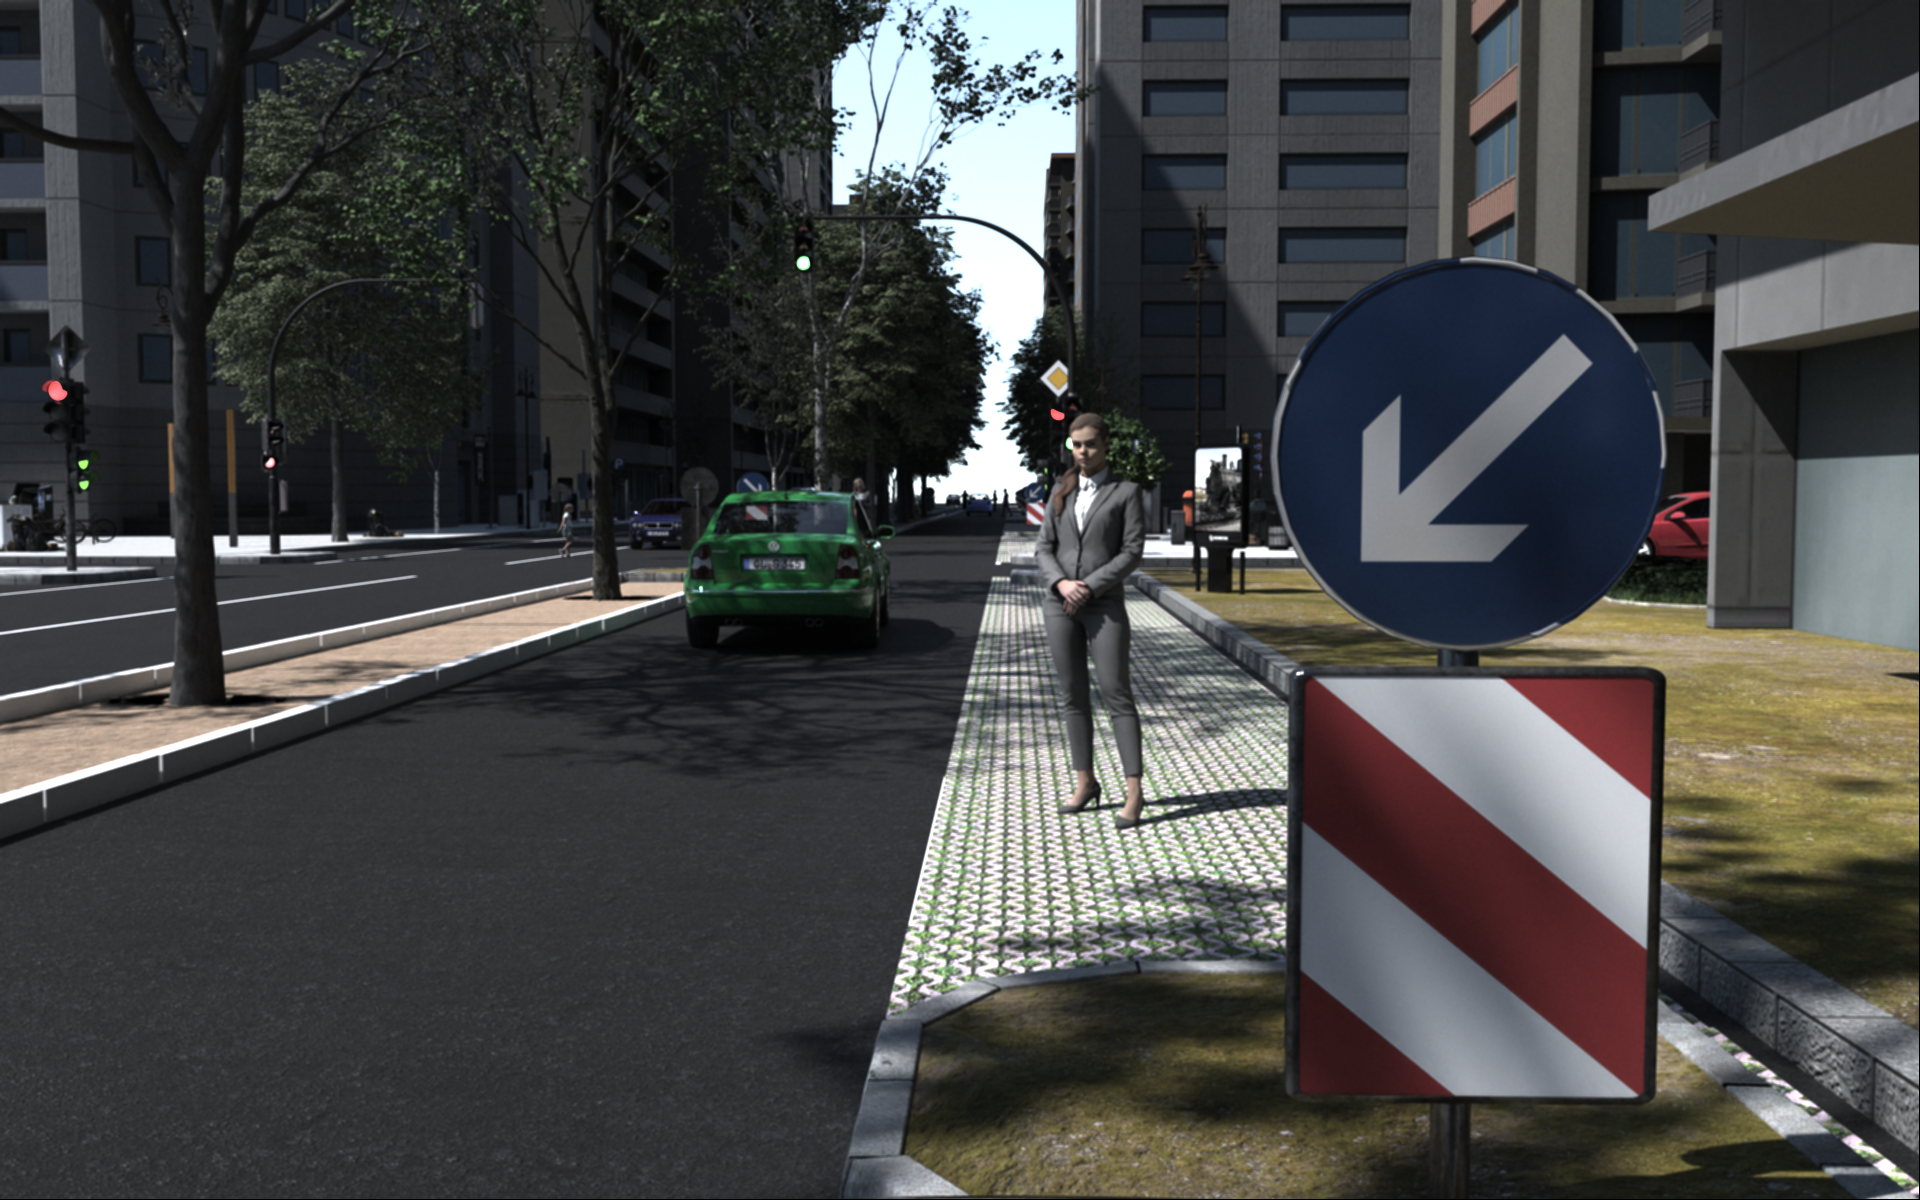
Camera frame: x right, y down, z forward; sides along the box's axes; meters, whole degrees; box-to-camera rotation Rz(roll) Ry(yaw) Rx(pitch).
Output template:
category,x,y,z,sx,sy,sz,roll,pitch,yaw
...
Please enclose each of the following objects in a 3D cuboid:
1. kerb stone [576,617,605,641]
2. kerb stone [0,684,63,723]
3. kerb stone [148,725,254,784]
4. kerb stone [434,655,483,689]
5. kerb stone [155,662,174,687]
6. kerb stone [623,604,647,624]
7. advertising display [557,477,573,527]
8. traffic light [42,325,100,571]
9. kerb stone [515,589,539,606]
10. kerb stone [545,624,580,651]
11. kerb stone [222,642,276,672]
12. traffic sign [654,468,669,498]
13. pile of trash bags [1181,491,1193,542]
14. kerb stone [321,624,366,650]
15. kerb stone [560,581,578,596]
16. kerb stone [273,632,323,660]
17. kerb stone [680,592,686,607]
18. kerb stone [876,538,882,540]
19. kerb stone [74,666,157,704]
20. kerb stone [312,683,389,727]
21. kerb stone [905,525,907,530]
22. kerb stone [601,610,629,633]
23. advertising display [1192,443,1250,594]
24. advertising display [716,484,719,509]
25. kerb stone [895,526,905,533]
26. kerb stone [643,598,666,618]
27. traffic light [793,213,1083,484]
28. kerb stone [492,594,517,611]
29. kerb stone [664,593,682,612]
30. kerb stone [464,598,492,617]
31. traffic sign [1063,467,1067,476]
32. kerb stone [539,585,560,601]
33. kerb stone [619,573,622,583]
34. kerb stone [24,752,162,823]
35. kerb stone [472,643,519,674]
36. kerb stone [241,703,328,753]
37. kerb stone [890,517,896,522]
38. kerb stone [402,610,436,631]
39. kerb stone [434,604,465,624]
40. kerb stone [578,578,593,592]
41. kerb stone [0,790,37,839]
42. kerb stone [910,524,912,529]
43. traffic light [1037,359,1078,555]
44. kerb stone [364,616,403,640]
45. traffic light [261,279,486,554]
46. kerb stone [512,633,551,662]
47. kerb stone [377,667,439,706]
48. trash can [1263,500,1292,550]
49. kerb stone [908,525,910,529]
category,x,y,z,sx,sy,sz,roll,pitch,yaw
kerb stone,-3.746,0.301,17.268,0.120,0.150,1.000,0,4,2
kerb stone,-6.018,0.674,11.193,0.120,0.150,1.000,0,4,2
kerb stone,-3.985,0.808,9.062,0.120,0.150,1.000,0,4,2
kerb stone,-3.862,0.558,13.168,0.120,0.150,1.000,0,4,2
kerb stone,-5.959,0.553,13.245,0.120,0.150,1.000,0,4,2
kerb stone,-3.682,0.176,19.326,0.120,0.150,1.000,0,4,2
advertising display,-15.439,-3.827,67.777,0.123,1.923,0.974,1,4,18
traffic light,-14.804,-2.438,28.784,0.839,4.253,0.868,0,4,2
kerb stone,-5.682,-0.016,22.453,0.120,0.150,1.000,0,4,2
kerb stone,-3.774,0.364,16.241,0.120,0.150,1.000,0,4,2
kerb stone,-5.928,0.485,14.266,0.120,0.150,1.000,0,4,2
traffic sign,-14.799,-5.249,85.933,0.768,2.556,0.104,1,4,9
pile of trash bags,6.803,-2.257,46.659,1.912,1.369,3.447,2,4,30
kerb stone,-5.869,0.359,16.319,0.120,0.150,1.000,0,4,2
kerb stone,-5.621,-0.141,24.510,0.120,0.150,1.000,0,4,2
kerb stone,-5.908,0.422,15.288,0.120,0.150,1.000,0,4,2
kerb stone,-3.585,-0.012,22.400,0.120,0.150,1.000,0,4,2
kerb stone,-2.557,-2.111,56.711,0.120,0.150,1.000,0,4,2
kerb stone,-5.992,0.610,12.223,0.120,0.150,1.000,0,4,2
kerb stone,-3.924,0.681,11.120,0.120,0.150,1.000,0,4,2
kerb stone,-2.245,-2.736,66.983,0.120,0.150,1.000,0,4,2
kerb stone,-3.700,0.238,18.299,0.120,0.150,1.000,0,4,2
advertising display,3.377,-1.055,22.461,0.123,1.923,0.974,-2,4,-33
advertising display,-15.502,-6.455,110.760,0.123,1.923,0.974,0,4,-6
kerb stone,-2.274,-2.675,65.961,0.120,0.150,1.000,0,4,2
kerb stone,-3.648,0.113,20.347,0.120,0.150,1.000,0,4,2
traffic light,-0.293,-3.276,28.224,4.771,5.953,1.251,0,4,2
kerb stone,-5.721,0.049,21.429,0.120,0.150,1.000,0,4,2
kerb stone,-3.618,0.050,21.373,0.120,0.150,1.000,0,4,2
kerb stone,-5.749,0.109,20.406,0.120,0.150,1.000,0,4,2
traffic sign,5.027,-4.789,78.404,0.768,2.556,0.104,0,4,6
kerb stone,-5.655,-0.079,23.488,0.120,0.150,1.000,0,4,2
kerb stone,-5.526,-0.330,27.595,0.120,0.150,1.000,0,4,2
kerb stone,-4.020,0.868,8.037,0.120,0.150,1.000,0,4,2
kerb stone,-3.835,0.491,14.194,0.120,0.150,1.000,0,4,2
kerb stone,-3.954,0.748,10.086,0.120,0.150,1.000,0,4,2
kerb stone,-3.550,-4.366,93.722,0.120,0.150,1.000,0,4,2
kerb stone,-5.812,0.235,18.363,0.120,0.150,1.000,0,4,2
kerb stone,-5.784,0.172,19.385,0.120,0.150,1.000,0,4,2
kerb stone,-5.603,-0.197,25.532,0.120,0.150,1.000,0,4,2
kerb stone,-4.050,0.930,7.013,0.120,0.150,1.000,0,4,2
kerb stone,-2.150,-2.924,70.061,0.120,0.150,1.000,0,4,2
traffic light,2.040,-2.897,36.285,0.839,4.253,0.868,0,4,2
kerb stone,-5.835,0.297,17.341,0.120,0.150,1.000,0,4,2
traffic light,-12.471,-3.796,36.738,4.771,5.953,1.251,0,4,2
kerb stone,-3.806,0.429,15.217,0.120,0.150,1.000,0,4,2
kerb stone,-3.897,0.615,12.146,0.120,0.150,1.000,0,4,2
trash can,7.329,-1.721,39.795,0.748,1.137,0.748,0,3,0
kerb stone,-2.191,-2.865,69.040,0.120,0.150,1.000,0,4,2
